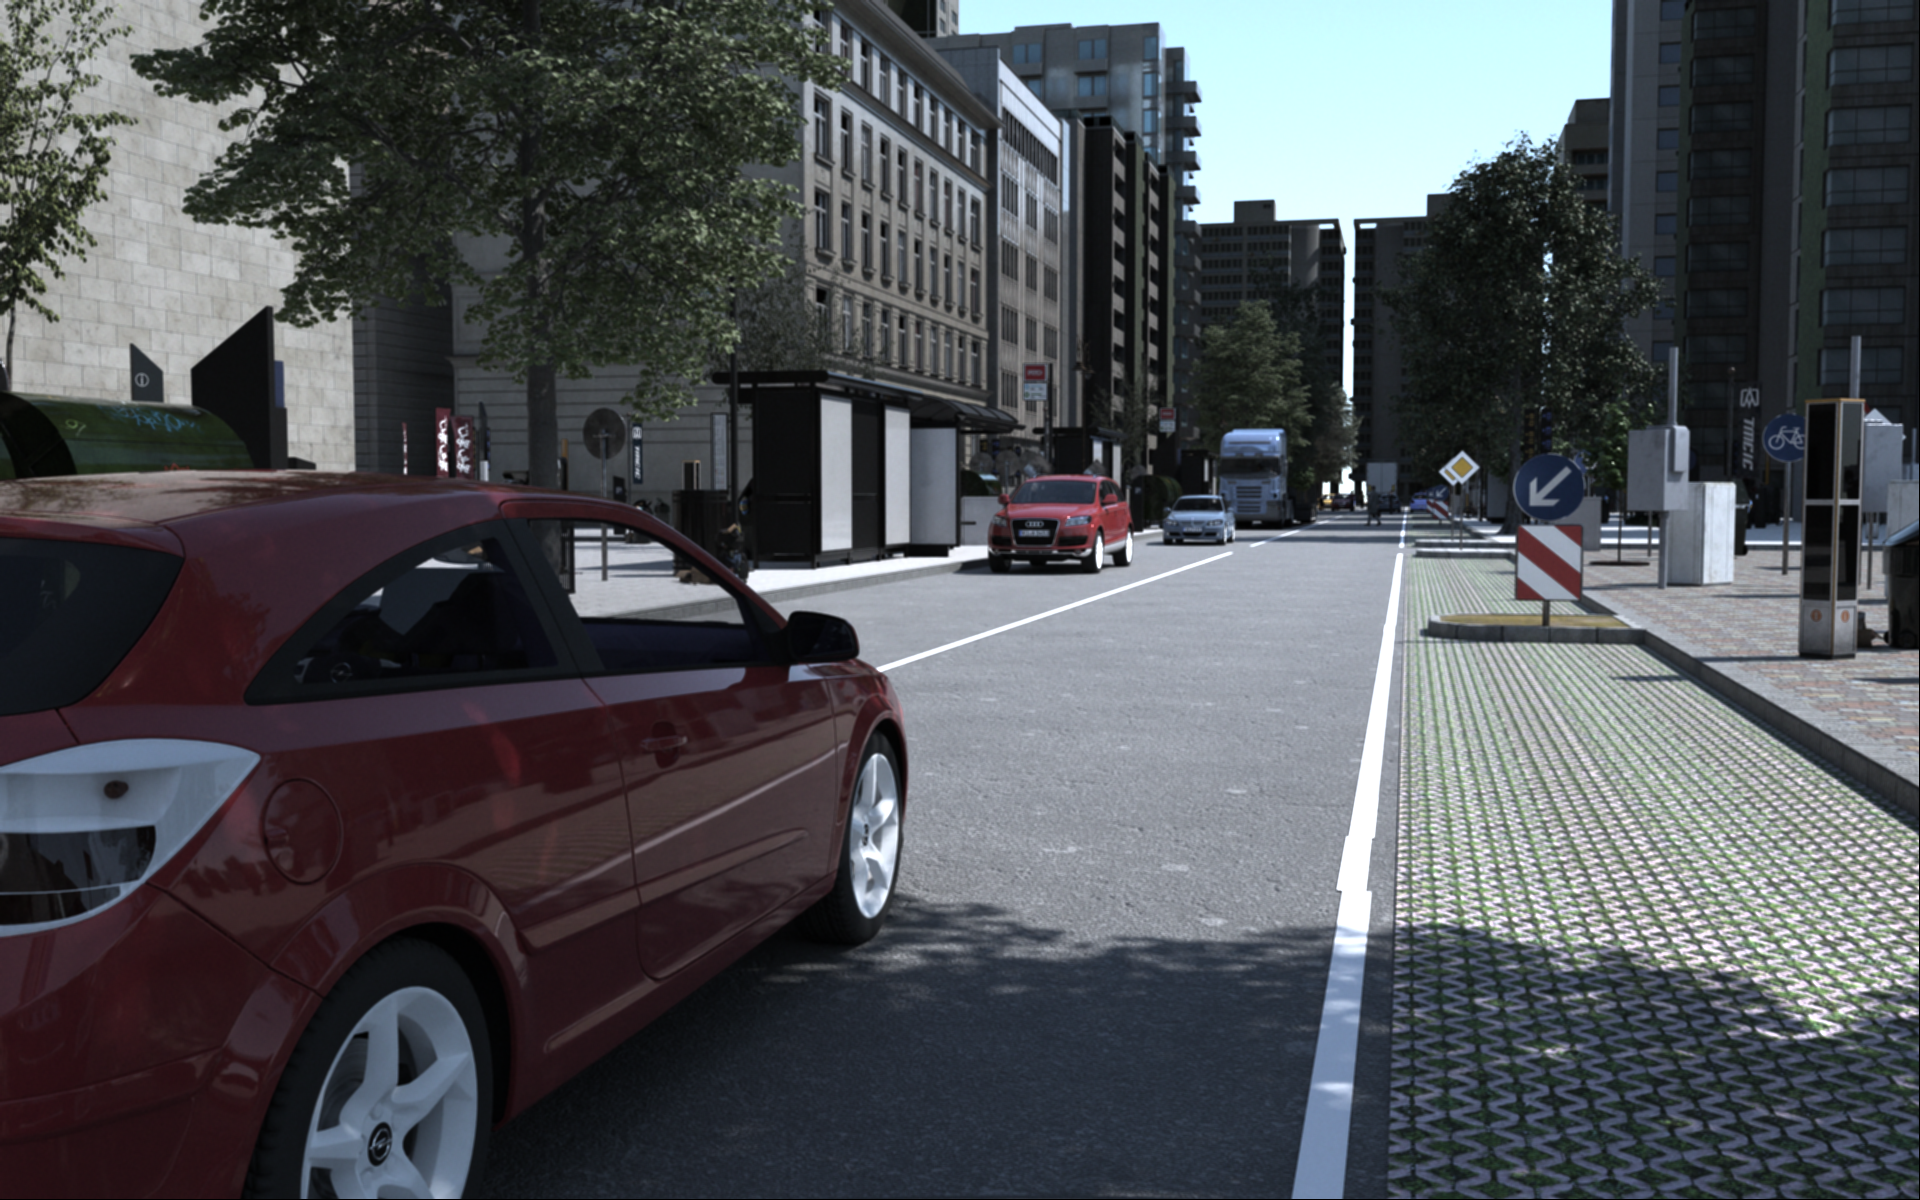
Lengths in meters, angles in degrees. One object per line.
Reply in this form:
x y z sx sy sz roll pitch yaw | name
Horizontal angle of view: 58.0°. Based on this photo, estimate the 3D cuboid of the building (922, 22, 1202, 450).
9.202 -34.273 179.973 30.456 49.044 23.786 1 4 14 | building

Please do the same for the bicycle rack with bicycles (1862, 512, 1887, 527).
34.776 -3.321 67.687 2.925 0.926 2.852 -2 4 -27 | bicycle rack with bicycles

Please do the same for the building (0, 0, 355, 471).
-21.470 -10.781 31.028 16.860 20.320 10.420 1 4 14 | building

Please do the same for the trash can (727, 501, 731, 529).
-5.128 -1.540 36.830 0.748 1.137 0.748 0 3 0 | trash can

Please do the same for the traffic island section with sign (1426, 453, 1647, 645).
5.773 -0.543 17.500 1.989 1.847 2.006 1 4 14 | traffic island section with sign

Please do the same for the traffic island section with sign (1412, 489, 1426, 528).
19.959 -3.898 72.354 1.989 1.847 2.006 1 4 14 | traffic island section with sign

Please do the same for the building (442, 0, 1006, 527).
-9.158 -15.032 79.053 16.112 22.955 30.059 1 4 14 | building

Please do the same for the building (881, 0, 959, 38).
-12.551 -48.935 238.331 20.611 71.187 20.563 1 4 14 | building

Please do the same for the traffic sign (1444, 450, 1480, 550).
11.438 -2.193 39.501 0.795 2.450 0.064 1 4 14 | traffic sign

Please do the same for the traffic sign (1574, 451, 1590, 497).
17.039 -2.865 46.954 0.768 2.556 0.104 1 4 22 | traffic sign

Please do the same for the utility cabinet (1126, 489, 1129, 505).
10.541 -6.109 108.554 0.318 1.500 1.173 2 4 34 | utility cabinet

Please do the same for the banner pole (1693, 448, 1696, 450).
34.787 -5.657 82.513 0.401 3.779 0.863 -1 4 -13 | banner pole

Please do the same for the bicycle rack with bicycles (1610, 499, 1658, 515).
44.222 -6.185 114.508 2.852 0.926 2.925 0 4 0 | bicycle rack with bicycles

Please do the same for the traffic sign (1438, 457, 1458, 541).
13.439 -2.666 47.232 0.795 2.450 0.064 1 4 14 | traffic sign

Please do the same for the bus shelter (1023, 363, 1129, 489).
3.652 -4.771 55.639 2.179 5.291 8.768 1 4 14 | bus shelter

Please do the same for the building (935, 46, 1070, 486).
-1.336 -17.422 102.869 12.078 24.808 19.932 1 4 14 | building

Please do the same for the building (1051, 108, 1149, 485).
6.224 -22.150 133.859 14.160 30.474 14.107 1 4 14 | building

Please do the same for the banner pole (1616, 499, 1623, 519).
34.729 -6.157 90.677 0.863 3.779 0.401 -3 5 -45 | banner pole

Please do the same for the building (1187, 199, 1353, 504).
39.136 -33.014 231.657 23.993 40.220 32.217 1 4 14 | building

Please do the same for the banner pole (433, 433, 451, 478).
-21.144 -4.931 70.633 0.863 3.779 0.401 0 4 -7 | banner pole

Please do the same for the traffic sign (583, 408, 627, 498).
-5.264 -1.558 25.586 0.768 2.556 0.104 2 4 24 | traffic sign

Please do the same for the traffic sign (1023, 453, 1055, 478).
1.912 -2.345 41.978 0.795 2.450 0.064 1 4 14 | traffic sign

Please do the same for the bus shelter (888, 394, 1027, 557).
-0.130 -2.684 37.815 2.014 3.302 5.546 1 4 15 | bus shelter

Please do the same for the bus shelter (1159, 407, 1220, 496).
10.971 -6.437 82.876 2.179 5.291 8.768 1 4 14 | bus shelter

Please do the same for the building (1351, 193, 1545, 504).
63.418 -32.688 226.324 23.993 40.220 32.217 1 4 14 | building

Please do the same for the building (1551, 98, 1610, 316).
84.361 -36.089 213.752 21.600 48.544 21.300 1 4 14 | building

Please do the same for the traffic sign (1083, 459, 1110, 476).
3.913 -2.818 49.709 0.795 2.450 0.064 1 4 14 | traffic sign

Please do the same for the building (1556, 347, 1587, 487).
71.412 -19.415 162.473 27.650 21.520 28.899 1 4 14 | building

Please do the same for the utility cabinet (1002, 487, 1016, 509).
1.291 -2.998 57.702 1.173 1.500 0.318 -2 4 -31 | utility cabinet

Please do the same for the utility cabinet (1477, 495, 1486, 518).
28.537 -5.048 93.691 1.020 1.237 0.306 0 4 6 | utility cabinet

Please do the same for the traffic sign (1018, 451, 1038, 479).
2.034 -3.104 50.850 0.768 2.556 0.104 1 4 19 | traffic sign

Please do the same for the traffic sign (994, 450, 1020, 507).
1.346 -3.059 50.125 0.768 2.556 0.104 1 4 20 | traffic sign

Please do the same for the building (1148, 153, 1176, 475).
10.364 -22.975 147.335 14.160 30.474 14.107 1 4 14 | building

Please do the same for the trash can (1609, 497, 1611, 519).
31.657 -4.501 85.248 0.748 1.137 0.748 0 3 0 | trash can

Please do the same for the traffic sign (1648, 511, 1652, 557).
14.085 -2.160 35.313 0.884 2.594 0.081 1 4 22 | traffic sign

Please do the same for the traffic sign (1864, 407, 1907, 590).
12.186 -1.344 23.152 0.795 2.450 0.064 1 4 17 | traffic sign

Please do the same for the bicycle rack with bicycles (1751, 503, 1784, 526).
32.167 -3.495 70.517 2.925 0.926 2.852 0 4 -5 | bicycle rack with bicycles

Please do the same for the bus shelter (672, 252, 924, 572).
-2.871 -3.257 30.880 2.179 5.291 8.768 1 4 14 | bus shelter

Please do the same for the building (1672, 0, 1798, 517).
48.676 -20.099 100.320 14.160 30.474 14.107 1 4 14 | building

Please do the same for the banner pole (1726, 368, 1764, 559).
15.400 -2.701 34.184 0.401 3.779 0.863 -3 4 -37 | banner pole

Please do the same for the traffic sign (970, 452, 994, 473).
0.641 -3.222 52.779 0.768 2.556 0.104 1 4 15 | traffic sign

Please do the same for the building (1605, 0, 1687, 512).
61.586 -36.235 134.440 21.231 58.520 28.212 1 4 14 | building

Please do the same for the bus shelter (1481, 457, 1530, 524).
23.087 -4.835 72.979 2.014 3.302 5.546 1 4 14 | bus shelter

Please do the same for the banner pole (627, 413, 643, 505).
-10.071 -3.887 53.566 0.401 3.779 0.863 2 4 29 | banner pole

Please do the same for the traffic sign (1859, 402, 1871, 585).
12.649 -1.487 24.318 0.884 2.594 0.081 1 4 23 | traffic sign

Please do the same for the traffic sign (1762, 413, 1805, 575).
13.117 -1.673 27.461 0.768 2.556 0.104 1 4 20 | traffic sign

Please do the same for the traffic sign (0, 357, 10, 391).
-8.245 -0.879 14.478 0.768 2.556 0.104 1 4 20 | traffic sign

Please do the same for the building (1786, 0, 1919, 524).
45.399 -24.126 78.057 14.154 41.232 14.086 1 4 14 | building

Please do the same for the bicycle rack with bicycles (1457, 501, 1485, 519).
27.278 -4.694 90.132 2.925 0.926 2.852 0 4 -1 | bicycle rack with bicycles

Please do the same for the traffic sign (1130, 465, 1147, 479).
7.828 -4.641 75.981 0.768 2.556 0.104 1 4 16 | traffic sign

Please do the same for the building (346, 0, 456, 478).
-33.216 -17.048 75.991 25.104 27.353 12.463 1 4 14 | building

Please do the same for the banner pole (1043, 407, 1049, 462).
2.495 -3.663 49.910 0.401 3.779 0.863 0 4 -7 | banner pole

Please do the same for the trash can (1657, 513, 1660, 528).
25.636 -3.132 62.855 0.748 1.137 0.748 0 3 0 | trash can
